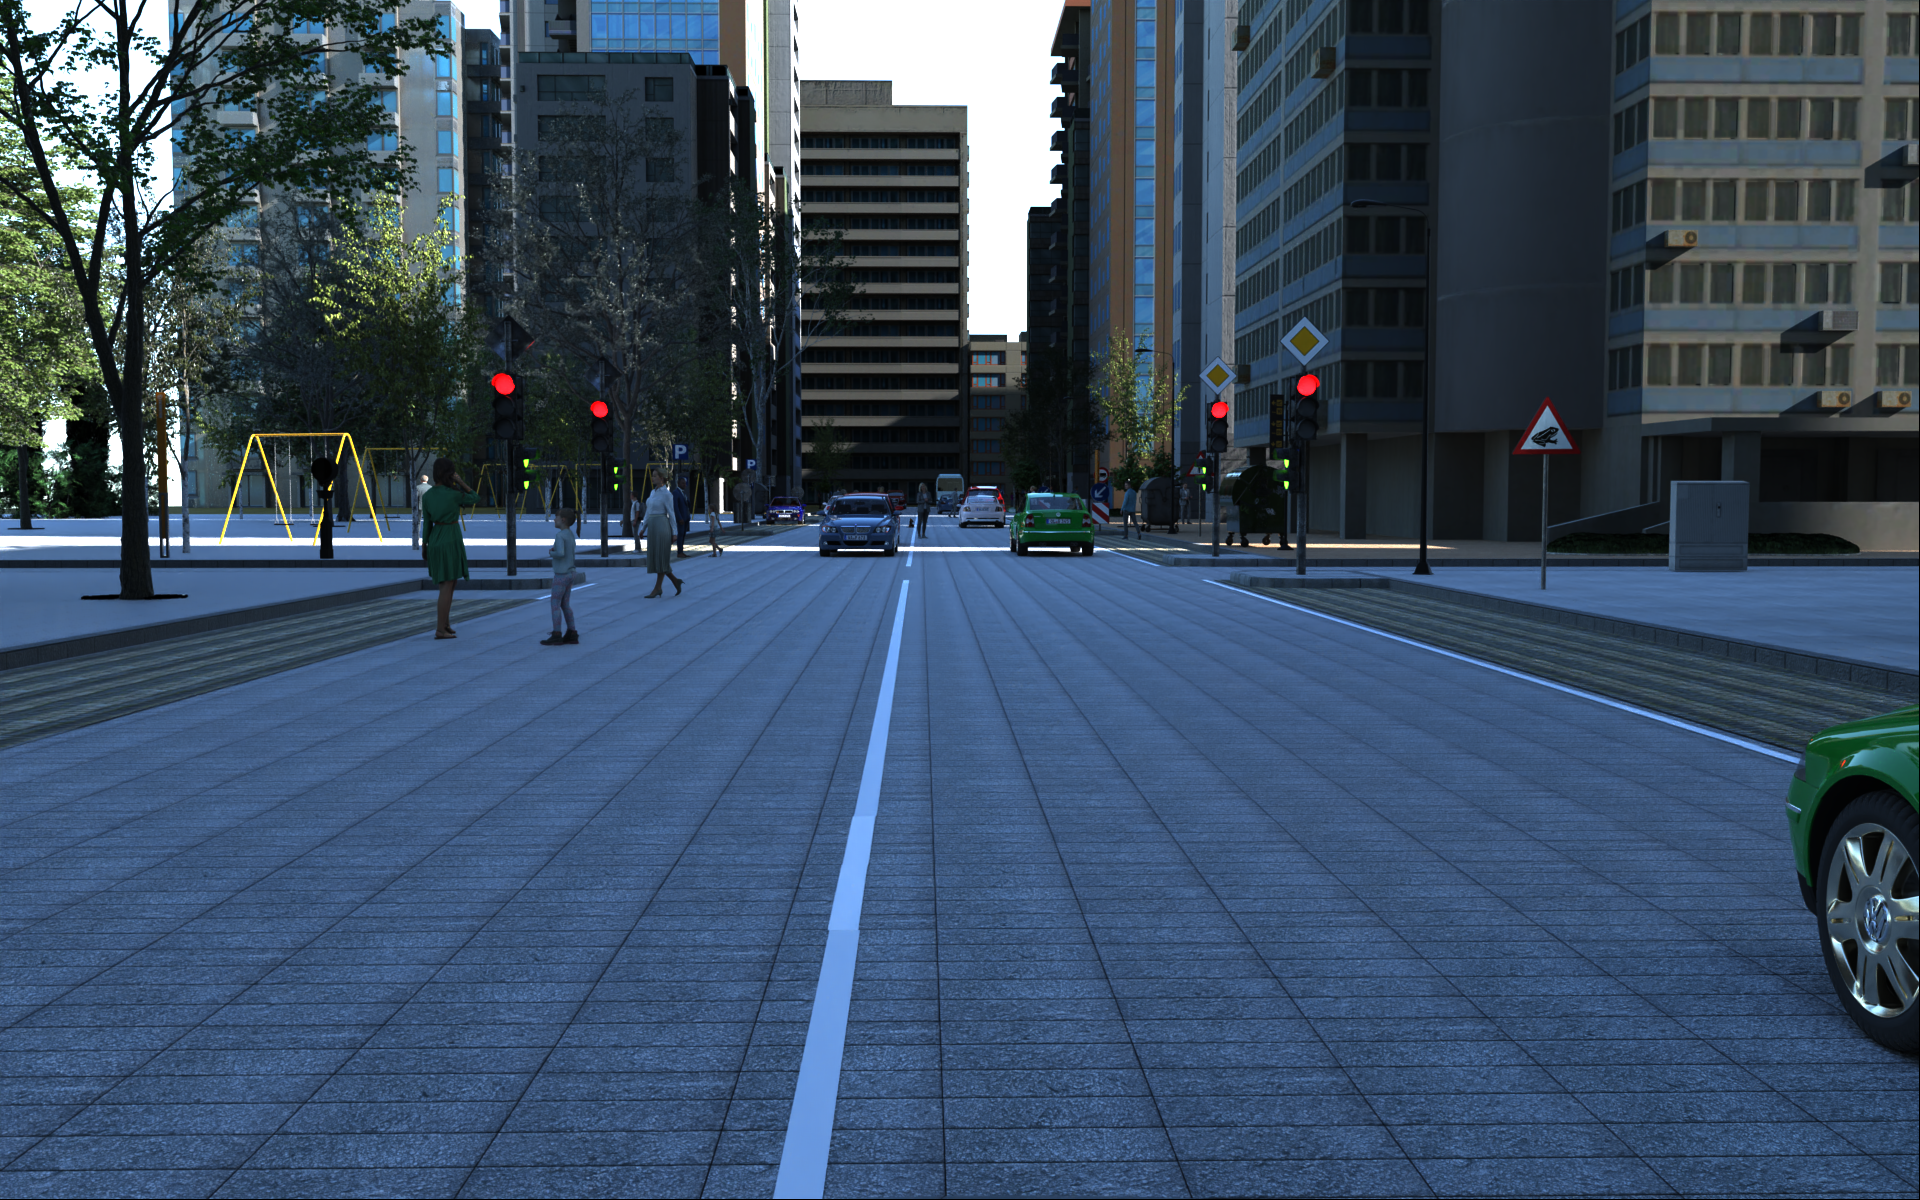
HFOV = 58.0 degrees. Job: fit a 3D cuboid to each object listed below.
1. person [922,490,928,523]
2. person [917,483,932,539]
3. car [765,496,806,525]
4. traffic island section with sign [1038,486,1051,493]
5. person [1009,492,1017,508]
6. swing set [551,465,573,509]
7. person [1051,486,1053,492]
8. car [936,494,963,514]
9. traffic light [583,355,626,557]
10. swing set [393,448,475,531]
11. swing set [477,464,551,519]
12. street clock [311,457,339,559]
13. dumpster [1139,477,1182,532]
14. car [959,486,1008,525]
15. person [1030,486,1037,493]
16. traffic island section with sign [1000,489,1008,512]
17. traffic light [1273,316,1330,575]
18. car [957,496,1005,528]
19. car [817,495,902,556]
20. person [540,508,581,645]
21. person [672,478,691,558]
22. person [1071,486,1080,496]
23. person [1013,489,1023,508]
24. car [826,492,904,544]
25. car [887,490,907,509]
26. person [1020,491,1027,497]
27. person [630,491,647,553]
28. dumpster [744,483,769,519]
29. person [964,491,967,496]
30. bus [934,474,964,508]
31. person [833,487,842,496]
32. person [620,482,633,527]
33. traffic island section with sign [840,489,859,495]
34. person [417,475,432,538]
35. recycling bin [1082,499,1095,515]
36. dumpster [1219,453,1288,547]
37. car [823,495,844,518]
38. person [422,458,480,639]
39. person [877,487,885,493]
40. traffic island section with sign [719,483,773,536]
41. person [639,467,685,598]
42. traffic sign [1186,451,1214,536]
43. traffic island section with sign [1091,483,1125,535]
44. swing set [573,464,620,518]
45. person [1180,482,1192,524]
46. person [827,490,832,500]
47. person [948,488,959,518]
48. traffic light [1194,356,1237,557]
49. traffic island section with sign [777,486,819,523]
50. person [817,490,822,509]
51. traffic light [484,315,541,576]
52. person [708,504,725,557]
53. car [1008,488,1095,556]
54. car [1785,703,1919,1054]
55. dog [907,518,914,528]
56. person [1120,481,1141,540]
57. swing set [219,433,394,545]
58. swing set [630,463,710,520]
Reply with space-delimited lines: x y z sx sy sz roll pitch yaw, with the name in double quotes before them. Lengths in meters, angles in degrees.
"person" -1.791 -4.772 86.502 0.573 1.828 0.580 1 4 22
"person" -1.135 -2.890 55.934 0.537 1.800 0.526 -1 4 -15
"car" -8.173 -4.205 81.328 1.945 1.354 3.894 0 4 -3
"traffic island section with sign" 4.104 -4.833 87.650 1.989 1.847 2.006 0 4 -1
"person" 4.622 -8.755 152.408 0.599 1.433 0.991 -3 5 -41
"swing set" -22.808 -5.977 95.340 3.119 2.851 2.862 2 4 35
"person" 6.280 -6.909 118.877 0.709 1.838 0.599 -2 4 -33
"car" -0.701 -6.870 124.333 2.014 1.417 4.499 0 4 -3
"traffic light" -7.225 -2.828 35.160 0.839 4.253 0.868 0 4 -1
"swing set" -18.651 -3.739 58.747 3.119 2.851 2.862 1 4 10
"swing set" -23.609 -5.669 90.308 3.119 2.851 2.862 1 4 16
"street clock" -12.586 -1.822 34.362 0.471 2.002 0.358 1 4 12
"dumpster" 6.779 -3.228 58.535 1.264 1.857 1.865 0 4 -1
"car" 1.097 -4.418 80.901 2.281 1.827 5.304 0 4 1
"person" 3.249 -4.118 76.051 0.641 1.798 0.478 0 4 -8
"traffic island section with sign" 2.994 -7.870 137.299 1.989 1.847 2.006 0 4 -1
"traffic light" 5.413 -2.358 27.472 0.839 4.253 0.868 0 4 -1
"car" 0.902 -3.791 74.341 2.083 1.381 4.827 0 4 -1
"car" -2.379 -1.794 41.342 2.014 1.417 4.499 0 4 0
"person" -3.804 -0.227 16.490 0.394 1.301 0.425 -1 4 -10
"person" -6.299 -1.859 39.083 0.419 1.800 0.721 0 4 7
"person" 6.896 -5.959 103.818 0.623 1.781 0.721 1 4 17
"person" 5.292 -9.351 159.749 1.217 1.723 0.721 0 4 3
"car" -2.637 -2.422 48.635 2.155 1.783 4.494 0 4 0
"car" -6.123 -9.480 163.671 2.281 1.827 5.304 0 4 0
"person" 5.876 -9.280 158.566 0.742 1.727 0.445 -2 4 -34
"person" -7.851 -1.890 41.999 0.503 1.515 0.523 3 5 43
"dumpster" -10.603 -5.141 89.813 1.264 1.857 1.865 0 4 -1
"person" 0.667 -10.595 182.247 1.217 1.766 0.721 -2 4 -30
"bus" -0.997 -10.463 165.930 2.948 3.499 13.247 0 4 -1
"person" -6.883 -5.393 96.860 0.592 1.802 0.473 0 4 -6
"person" -12.899 -3.721 67.109 0.641 1.798 0.478 -1 4 -12
"traffic island section with sign" -9.260 -7.926 138.218 1.989 1.847 2.006 0 4 -1
"person" -14.943 -2.565 48.153 0.661 1.801 0.590 -3 5 -39
"recycling bin" 6.279 -4.536 86.712 0.722 1.027 0.722 -3 5 -43
"dumpster" 7.232 -2.438 42.347 1.502 2.255 1.985 0 4 -1
"car" -5.833 -4.567 87.040 2.083 1.381 4.827 0 4 -1
"person" -5.148 -0.522 17.285 0.600 1.795 0.529 1 4 12
"person" -4.141 -5.034 90.780 0.580 1.828 0.573 2 4 35
"traffic island section with sign" -7.495 -3.136 59.898 1.989 1.847 2.006 0 4 -1
"person" -4.109 -0.934 24.004 0.641 1.798 0.478 -2 4 -34
"traffic sign" 7.260 -3.201 52.346 0.884 2.594 0.081 0 4 1
"traffic island section with sign" 4.712 -3.173 60.509 1.989 1.847 2.006 0 4 -1
"swing set" -18.488 -5.687 90.609 3.119 2.851 2.862 -1 4 -14
"person" 9.676 -4.153 74.143 0.606 1.804 0.583 -2 4 -30
"person" -12.714 -9.996 169.470 0.705 1.826 1.348 -1 4 -18
"person" -0.296 -5.924 105.484 0.853 1.813 0.709 -2 4 -35
"traffic light" 5.233 -2.846 35.455 0.839 4.253 0.868 0 4 -1
"traffic island section with sign" -8.091 -4.784 86.847 1.989 1.847 2.006 0 4 -1
"person" -12.113 -8.656 149.045 0.415 1.643 0.593 -1 4 -11
"traffic light" -7.045 -2.340 27.177 0.839 4.253 0.868 0 4 -1
"person" -5.544 -1.578 39.313 0.382 1.210 0.505 0 4 3
"car" 2.160 -2.000 41.500 1.959 1.807 4.718 0 4 -2
"car" 3.245 0.349 3.083 1.959 1.807 4.718 0 4 -1
"dog" -2.162 -3.300 74.143 0.550 0.427 0.748 2 4 33
"person" 5.314 -2.793 54.028 0.638 1.841 0.748 -2 4 -32
"swing set" -16.970 -2.891 44.882 3.119 2.851 2.862 1 4 17
"swing set" -14.644 -5.539 88.183 3.119 2.851 2.862 1 4 10
